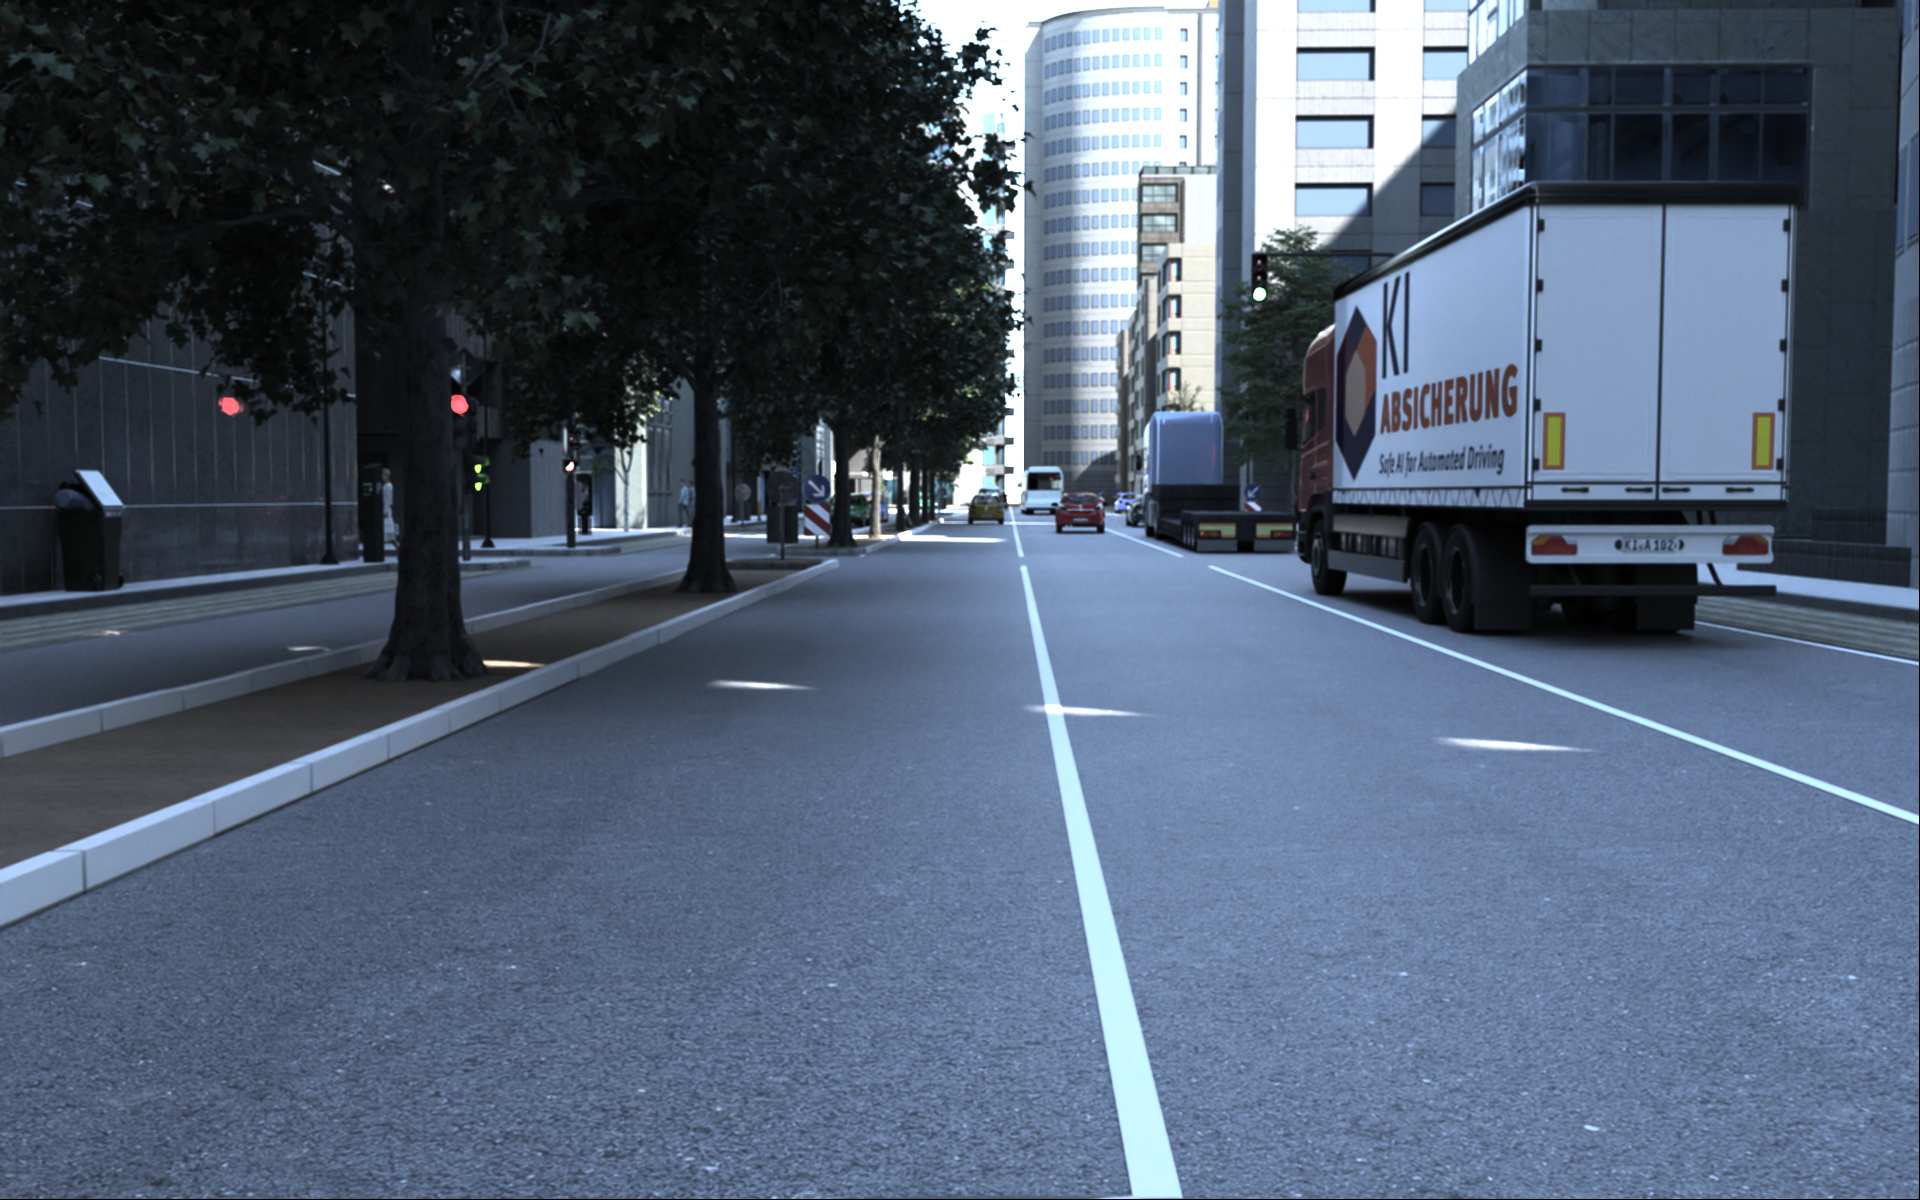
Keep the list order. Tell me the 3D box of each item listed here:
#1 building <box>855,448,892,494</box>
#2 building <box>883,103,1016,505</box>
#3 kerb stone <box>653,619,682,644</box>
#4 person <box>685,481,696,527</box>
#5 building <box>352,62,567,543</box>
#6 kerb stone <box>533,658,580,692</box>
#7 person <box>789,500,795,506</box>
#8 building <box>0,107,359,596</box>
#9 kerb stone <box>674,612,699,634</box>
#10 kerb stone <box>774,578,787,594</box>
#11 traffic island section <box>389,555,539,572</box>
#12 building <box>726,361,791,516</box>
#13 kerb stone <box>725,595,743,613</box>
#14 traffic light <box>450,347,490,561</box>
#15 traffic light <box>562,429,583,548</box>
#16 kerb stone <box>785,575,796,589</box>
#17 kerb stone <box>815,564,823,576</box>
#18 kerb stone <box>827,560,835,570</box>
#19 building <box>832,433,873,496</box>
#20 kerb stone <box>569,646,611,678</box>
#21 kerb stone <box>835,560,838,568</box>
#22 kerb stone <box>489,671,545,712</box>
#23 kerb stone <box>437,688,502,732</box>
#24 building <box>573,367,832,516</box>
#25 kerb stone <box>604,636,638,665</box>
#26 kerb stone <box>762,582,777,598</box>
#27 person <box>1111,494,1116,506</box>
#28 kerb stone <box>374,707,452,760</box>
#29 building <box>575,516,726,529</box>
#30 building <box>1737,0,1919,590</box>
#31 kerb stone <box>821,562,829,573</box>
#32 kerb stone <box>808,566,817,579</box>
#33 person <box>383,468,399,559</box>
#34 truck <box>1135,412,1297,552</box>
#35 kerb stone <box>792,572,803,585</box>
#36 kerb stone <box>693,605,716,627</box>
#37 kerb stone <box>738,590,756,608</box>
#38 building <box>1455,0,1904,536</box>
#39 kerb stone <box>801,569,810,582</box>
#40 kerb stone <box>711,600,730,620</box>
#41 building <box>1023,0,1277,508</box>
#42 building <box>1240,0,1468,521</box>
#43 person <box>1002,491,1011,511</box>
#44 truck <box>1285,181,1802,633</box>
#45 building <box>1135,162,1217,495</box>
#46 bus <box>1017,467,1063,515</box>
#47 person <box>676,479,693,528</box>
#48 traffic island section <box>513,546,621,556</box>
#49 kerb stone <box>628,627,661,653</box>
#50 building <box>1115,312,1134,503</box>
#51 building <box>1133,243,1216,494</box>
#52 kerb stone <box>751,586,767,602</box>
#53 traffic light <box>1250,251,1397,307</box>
[{"bbox_3d":[-14.500,-30.698,185.507,14.086,41.232,14.154,0,4,2],"label":"building"},{"bbox_3d":[-8.493,-36.185,211.228,30.456,49.044,23.786,0,4,2],"label":"building"},{"bbox_3d":[-2.907,0.320,16.985,0.120,0.150,1.000,0,4,2],"label":"kerb stone"},{"bbox_3d":[-10.544,-3.739,67.378,0.583,1.804,0.606,-1,4,-21],"label":"person"},{"bbox_3d":[-19.493,-16.860,47.367,14.160,30.474,14.107,0,4,2],"label":"building"},{"bbox_3d":[-3.033,0.570,12.883,0.120,0.150,1.000,0,4,2],"label":"kerb stone"},{"bbox_3d":[-9.846,-5.861,102.093,0.641,1.798,0.478,1,4,21],"label":"person"},{"bbox_3d":[-21.798,-12.796,27.243,19.932,24.808,12.078,0,4,2],"label":"building"},{"bbox_3d":[-2.888,0.257,18.020,0.120,0.150,1.000,0,4,2],"label":"kerb stone"},{"bbox_3d":[-2.680,-0.181,25.183,0.120,0.150,1.000,0,4,2],"label":"kerb stone"},{"bbox_3d":[-9.502,-0.674,33.298,2.009,0.180,2.903,0,4,2],"label":"traffic island section"},{"bbox_3d":[-18.343,-28.002,107.945,14.600,45.320,14.200,0,4,2],"label":"building"},{"bbox_3d":[-2.805,0.071,21.085,0.120,0.150,1.000,0,4,2],"label":"kerb stone"},{"bbox_3d":[-9.463,-2.706,33.162,0.839,4.253,0.868,0,4,2],"label":"traffic light"},{"bbox_3d":[-7.149,-4.064,41.122,4.771,5.953,1.251,0,4,2],"label":"traffic light"},{"bbox_3d":[-2.647,-0.241,26.215,0.120,0.150,1.000,0,4,2],"label":"kerb stone"},{"bbox_3d":[-2.552,-0.497,30.328,0.120,0.150,1.000,0,4,2],"label":"kerb stone"},{"bbox_3d":[-2.492,-0.622,32.371,0.120,0.150,1.000,0,4,2],"label":"kerb stone"},{"bbox_3d":[-22.085,-34.964,160.905,28.713,52.752,27.495,0,4,2],"label":"building"},{"bbox_3d":[-2.996,0.507,13.905,0.120,0.150,1.000,0,4,2],"label":"kerb stone"},{"bbox_3d":[-2.460,-0.684,33.392,0.120,0.150,1.000,0,4,2],"label":"kerb stone"},{"bbox_3d":[-3.056,0.633,11.853,0.120,0.150,1.000,0,4,2],"label":"kerb stone"},{"bbox_3d":[-3.087,0.695,10.832,0.120,0.150,1.000,0,4,2],"label":"kerb stone"},{"bbox_3d":[-20.512,-50.028,130.627,22.319,86.520,31.000,0,4,2],"label":"building"},{"bbox_3d":[-2.970,0.451,14.936,0.120,0.150,1.000,0,4,2],"label":"kerb stone"},{"bbox_3d":[-2.716,-0.120,24.157,0.120,0.150,1.000,0,4,2],"label":"kerb stone"},{"bbox_3d":[17.578,-11.399,198.108,0.697,1.427,0.421,1,4,17],"label":"person"},{"bbox_3d":[-3.115,0.760,9.809,0.120,0.150,1.000,0,4,2],"label":"kerb stone"},{"bbox_3d":[-22.270,-46.701,76.241,22.319,86.520,31.000,0,4,2],"label":"building"},{"bbox_3d":[22.454,-29.006,16.241,21.231,58.520,28.212,0,4,2],"label":"building"},{"bbox_3d":[-2.523,-0.550,31.350,0.120,0.150,1.000,0,4,2],"label":"kerb stone"},{"bbox_3d":[-2.577,-0.429,29.298,0.120,0.150,1.000,0,4,2],"label":"kerb stone"},{"bbox_3d":[-11.168,-1.677,33.815,0.624,1.780,0.694,-1,4,-14],"label":"person"},{"bbox_3d":[7.198,-3.740,50.910,2.967,4.110,18.799,0,4,2],"label":"truck"},{"bbox_3d":[-2.633,-0.309,27.242,0.120,0.150,1.000,0,4,2],"label":"kerb stone"},{"bbox_3d":[-2.857,0.194,19.042,0.120,0.150,1.000,0,4,2],"label":"kerb stone"},{"bbox_3d":[-2.772,0.005,22.106,0.120,0.150,1.000,0,4,2],"label":"kerb stone"},{"bbox_3d":[28.110,-44.975,48.008,31.000,86.520,22.319,0,4,2],"label":"building"},{"bbox_3d":[-2.601,-0.368,28.266,0.120,0.150,1.000,0,4,2],"label":"kerb stone"},{"bbox_3d":[-2.829,0.130,20.063,0.120,0.150,1.000,0,4,2],"label":"kerb stone"},{"bbox_3d":[21.776,-40.767,208.545,28.212,58.520,21.231,0,4,2],"label":"building"},{"bbox_3d":[24.181,-33.564,90.771,21.231,58.520,28.212,0,4,2],"label":"building"},{"bbox_3d":[3.663,-8.155,142.658,1.217,1.723,0.721,-1,4,-14],"label":"person"},{"bbox_3d":[6.257,-1.972,21.153,2.839,4.237,11.283,0,4,0],"label":"truck"},{"bbox_3d":[22.658,-23.441,154.956,14.160,30.474,14.107,0,4,2],"label":"building"},{"bbox_3d":[5.723,-7.900,124.021,2.948,3.499,13.247,0,3,0],"label":"bus"},{"bbox_3d":[-10.492,-3.677,66.028,0.748,1.841,0.638,2,4,26],"label":"person"},{"bbox_3d":[-9.282,-1.162,41.280,2.009,0.180,2.903,0,4,2],"label":"traffic island section"},{"bbox_3d":[-2.942,0.382,15.957,0.120,0.150,1.000,0,4,2],"label":"kerb stone"},{"bbox_3d":[30.593,-20.272,176.483,27.650,21.520,28.899,0,4,2],"label":"building"},{"bbox_3d":[28.517,-17.649,133.598,27.650,21.520,28.899,0,4,2],"label":"building"},{"bbox_3d":[-2.749,-0.057,23.135,0.120,0.150,1.000,0,4,2],"label":"kerb stone"},{"bbox_3d":[7.798,-3.541,32.563,4.771,5.953,1.251,0,4,2],"label":"traffic light"}]
